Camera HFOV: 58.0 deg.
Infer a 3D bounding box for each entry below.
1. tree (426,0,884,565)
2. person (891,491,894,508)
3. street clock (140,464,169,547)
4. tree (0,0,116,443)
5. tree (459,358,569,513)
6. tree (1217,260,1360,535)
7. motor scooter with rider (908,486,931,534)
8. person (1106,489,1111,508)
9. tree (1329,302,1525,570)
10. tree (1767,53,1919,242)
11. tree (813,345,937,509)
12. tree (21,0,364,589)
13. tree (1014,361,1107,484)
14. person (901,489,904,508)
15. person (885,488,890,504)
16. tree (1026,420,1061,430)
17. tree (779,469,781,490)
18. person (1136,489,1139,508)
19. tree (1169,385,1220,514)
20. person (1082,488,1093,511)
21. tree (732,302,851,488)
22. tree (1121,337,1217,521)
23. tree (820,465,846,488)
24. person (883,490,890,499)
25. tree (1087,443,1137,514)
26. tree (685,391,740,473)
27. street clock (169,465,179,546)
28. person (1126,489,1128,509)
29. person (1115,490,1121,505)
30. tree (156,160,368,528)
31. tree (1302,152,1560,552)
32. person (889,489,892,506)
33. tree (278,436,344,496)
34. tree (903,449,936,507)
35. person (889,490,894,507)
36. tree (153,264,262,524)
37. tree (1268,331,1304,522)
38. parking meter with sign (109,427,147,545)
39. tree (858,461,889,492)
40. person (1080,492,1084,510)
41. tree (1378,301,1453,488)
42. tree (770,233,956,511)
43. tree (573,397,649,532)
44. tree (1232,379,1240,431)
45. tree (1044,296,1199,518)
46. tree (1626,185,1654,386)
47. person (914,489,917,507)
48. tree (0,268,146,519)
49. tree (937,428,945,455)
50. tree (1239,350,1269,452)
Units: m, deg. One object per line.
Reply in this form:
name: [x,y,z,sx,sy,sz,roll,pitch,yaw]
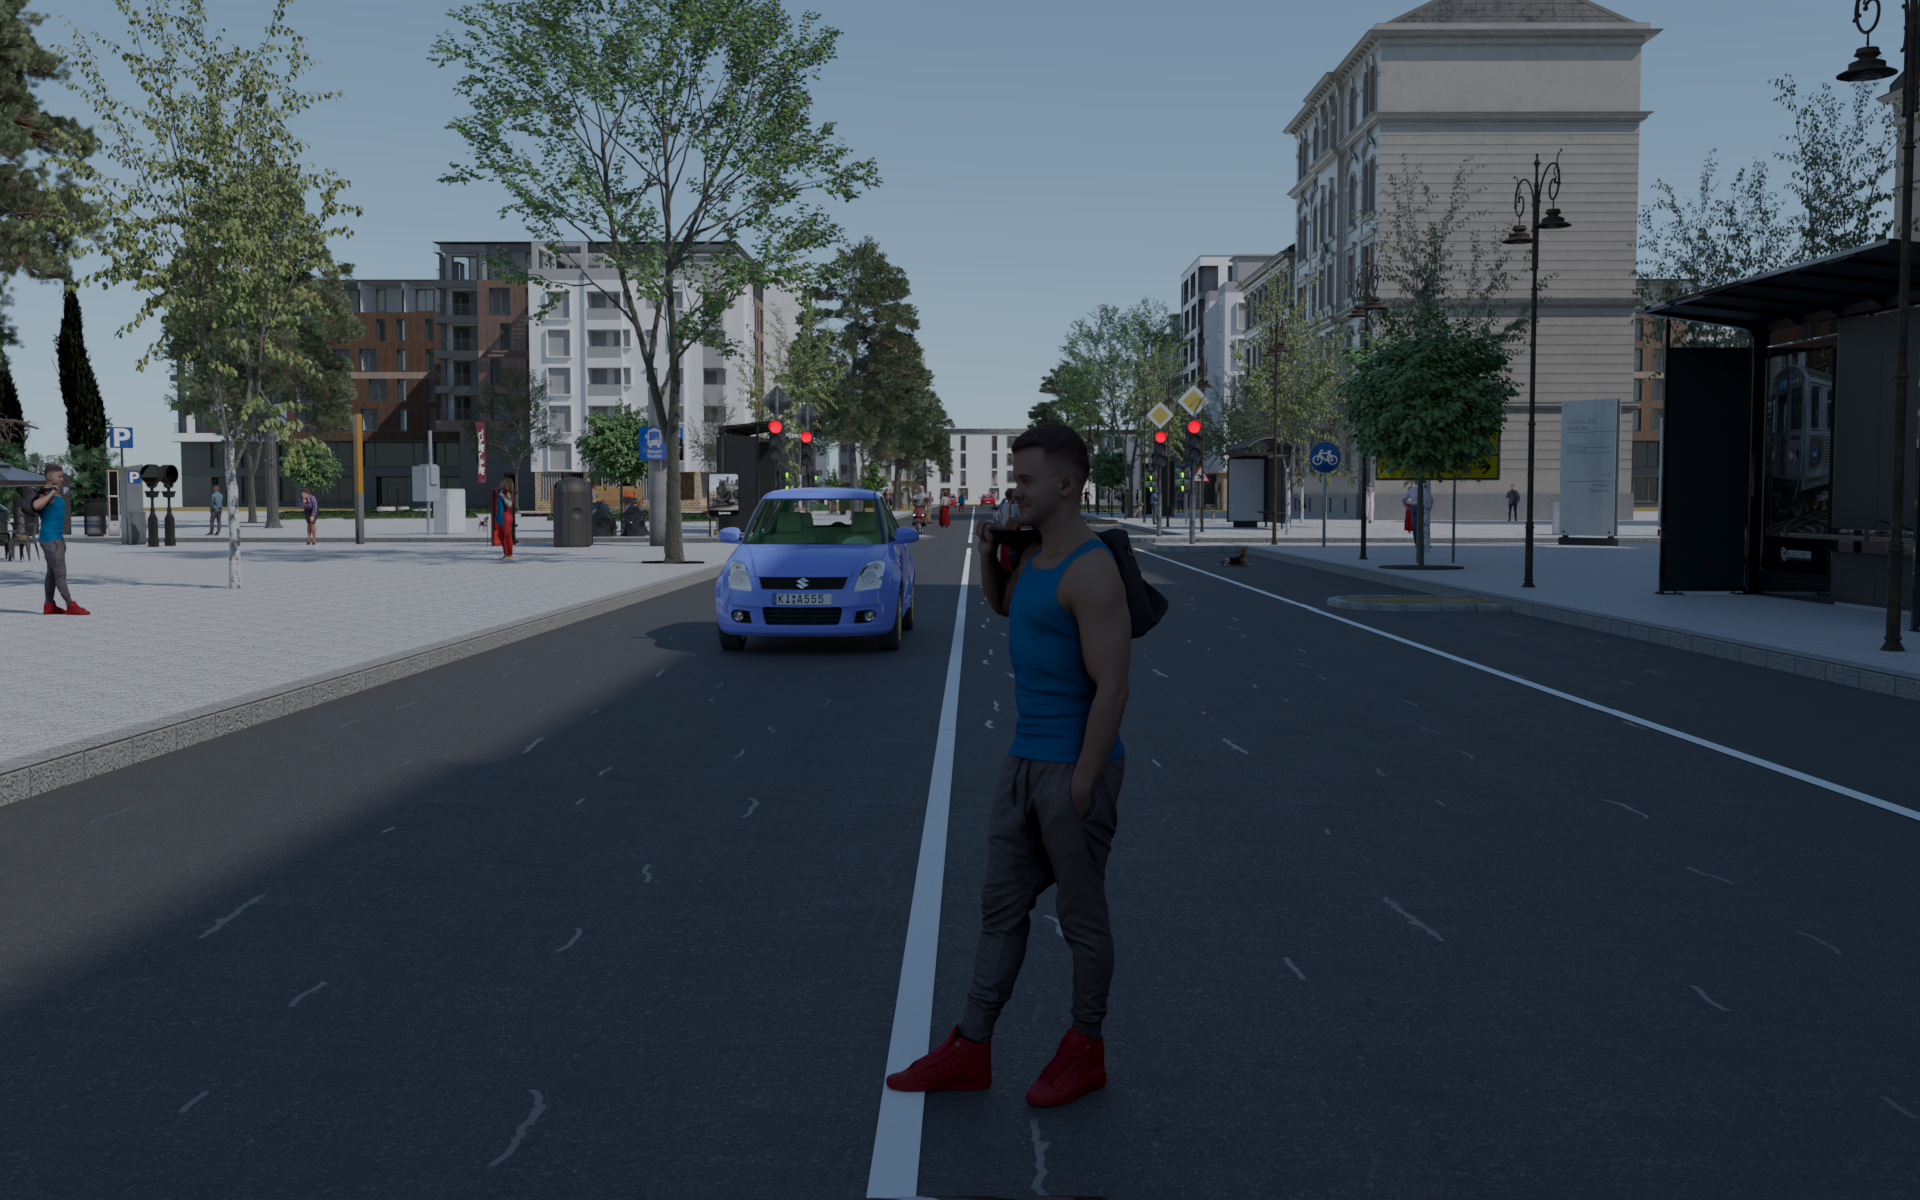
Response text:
tree: [-5.438,-6.472,31.567,9.928,11.665,9.643,0,3,0]
person: [-6.225,-9.461,162.204,0.593,1.643,0.415,-3,5,-45]
street clock: [-19.528,-2.282,41.879,0.471,2.002,0.358,0,4,2]
tree: [-16.459,-6.360,26.044,6.751,12.117,7.091,0,3,0]
tree: [-30.931,-11.337,119.766,8.767,10.594,7.601,1,4,15]
tree: [10.386,-6.360,54.344,4.737,8.622,4.395,0,3,0]
motor scooter with rider: [-1.488,-3.280,62.586,0.876,1.779,1.986,0,4,2]
person: [13.292,-9.115,155.789,0.721,1.743,1.217,0,4,-7]
tree: [8.040,-2.820,29.826,4.285,4.588,4.351,0,3,0]
tree: [14.596,-4.857,29.769,4.360,8.622,3.978,0,3,0]
tree: [-5.359,-10.043,98.613,7.601,10.594,8.767,0,4,-2]
tree: [-9.855,-4.444,23.023,4.737,8.622,4.395,0,3,0]
tree: [8.777,-13.336,140.100,6.751,12.117,7.091,0,3,0]
person: [-5.323,-9.065,154.777,0.721,1.766,1.217,2,4,31]
person: [-5.606,-7.877,135.545,0.721,1.743,1.217,-1,4,-12]
tree: [9.805,-15.677,190.733,7.601,10.594,8.767,-1,4,-22]
tree: [-11.985,-7.105,110.775,1.663,3.219,1.824,0,3,0]
person: [16.724,-9.620,164.049,0.721,1.735,1.217,0,4,8]
tree: [14.428,-9.785,110.351,4.360,8.622,3.978,0,3,0]
person: [9.532,-7.627,131.261,1.217,1.766,0.721,2,4,30]
tree: [-6.235,-6.985,64.567,4.737,8.622,4.395,0,3,0]
tree: [9.444,-8.081,82.482,4.737,8.622,4.395,0,3,0]
tree: [-8.219,-7.275,113.554,1.663,3.219,1.824,0,3,0]
person: [-8.106,-10.948,185.867,1.217,1.723,0.721,0,4,-2]
tree: [9.621,-7.803,111.296,4.285,4.588,4.351,0,3,0]
tree: [-17.453,-10.570,123.174,4.360,8.622,3.978,0,3,0]
street clock: [-19.478,-2.329,42.653,0.358,2.002,0.471,1,4,15]
person: [14.588,-8.777,150.251,0.721,1.736,1.217,-2,4,-28]
person: [18.717,-11.997,202.980,1.217,1.735,0.721,-1,4,-12]
tree: [-25.983,-9.601,64.397,7.806,13.903,7.818,0,3,0]
tree: [10.490,-5.348,37.808,4.360,8.622,3.978,0,3,0]
person: [-7.587,-11.167,188.603,0.705,1.826,1.348,-3,5,-39]
tree: [-35.984,-6.888,96.336,4.285,4.588,4.351,0,3,0]
tree: [-4.743,-13.465,170.520,4.360,8.622,3.978,0,3,0]
person: [-6.613,-10.145,172.705,1.217,1.735,0.721,-1,4,-18]
tree: [-30.996,-9.181,75.872,9.928,11.665,9.643,0,3,0]
tree: [15.099,-7.407,71.472,4.360,8.622,3.978,0,3,0]
parking meter with sign: [-21.279,-2.946,44.424,0.543,3.016,1.738,-3,4,-38]
tree: [-4.522,-5.990,92.545,1.663,3.219,1.824,0,3,0]
person: [9.986,-8.233,141.379,0.721,1.743,1.217,1,4,18]
tree: [16.867,-7.024,65.209,4.737,8.622,4.395,0,3,0]
tree: [-5.227,-10.845,84.745,7.806,13.903,7.818,0,3,0]
tree: [-11.444,-4.581,58.618,4.285,4.588,4.351,0,3,0]
tree: [15.647,-8.293,85.955,4.360,8.622,3.978,0,3,0]
tree: [9.013,-10.179,92.186,9.928,11.665,9.643,0,3,0]
tree: [16.452,-5.358,37.963,4.360,8.622,3.978,0,3,0]
person: [-4.474,-10.395,176.561,0.434,1.755,0.990,-2,4,-29]
tree: [-55.501,-12.318,103.224,13.155,14.587,18.604,-2,4,-29]
tree: [-4.927,-13.055,147.854,8.767,10.594,7.601,2,4,26]
tree: [15.325,-7.843,78.603,4.360,8.622,3.978,0,3,0]
